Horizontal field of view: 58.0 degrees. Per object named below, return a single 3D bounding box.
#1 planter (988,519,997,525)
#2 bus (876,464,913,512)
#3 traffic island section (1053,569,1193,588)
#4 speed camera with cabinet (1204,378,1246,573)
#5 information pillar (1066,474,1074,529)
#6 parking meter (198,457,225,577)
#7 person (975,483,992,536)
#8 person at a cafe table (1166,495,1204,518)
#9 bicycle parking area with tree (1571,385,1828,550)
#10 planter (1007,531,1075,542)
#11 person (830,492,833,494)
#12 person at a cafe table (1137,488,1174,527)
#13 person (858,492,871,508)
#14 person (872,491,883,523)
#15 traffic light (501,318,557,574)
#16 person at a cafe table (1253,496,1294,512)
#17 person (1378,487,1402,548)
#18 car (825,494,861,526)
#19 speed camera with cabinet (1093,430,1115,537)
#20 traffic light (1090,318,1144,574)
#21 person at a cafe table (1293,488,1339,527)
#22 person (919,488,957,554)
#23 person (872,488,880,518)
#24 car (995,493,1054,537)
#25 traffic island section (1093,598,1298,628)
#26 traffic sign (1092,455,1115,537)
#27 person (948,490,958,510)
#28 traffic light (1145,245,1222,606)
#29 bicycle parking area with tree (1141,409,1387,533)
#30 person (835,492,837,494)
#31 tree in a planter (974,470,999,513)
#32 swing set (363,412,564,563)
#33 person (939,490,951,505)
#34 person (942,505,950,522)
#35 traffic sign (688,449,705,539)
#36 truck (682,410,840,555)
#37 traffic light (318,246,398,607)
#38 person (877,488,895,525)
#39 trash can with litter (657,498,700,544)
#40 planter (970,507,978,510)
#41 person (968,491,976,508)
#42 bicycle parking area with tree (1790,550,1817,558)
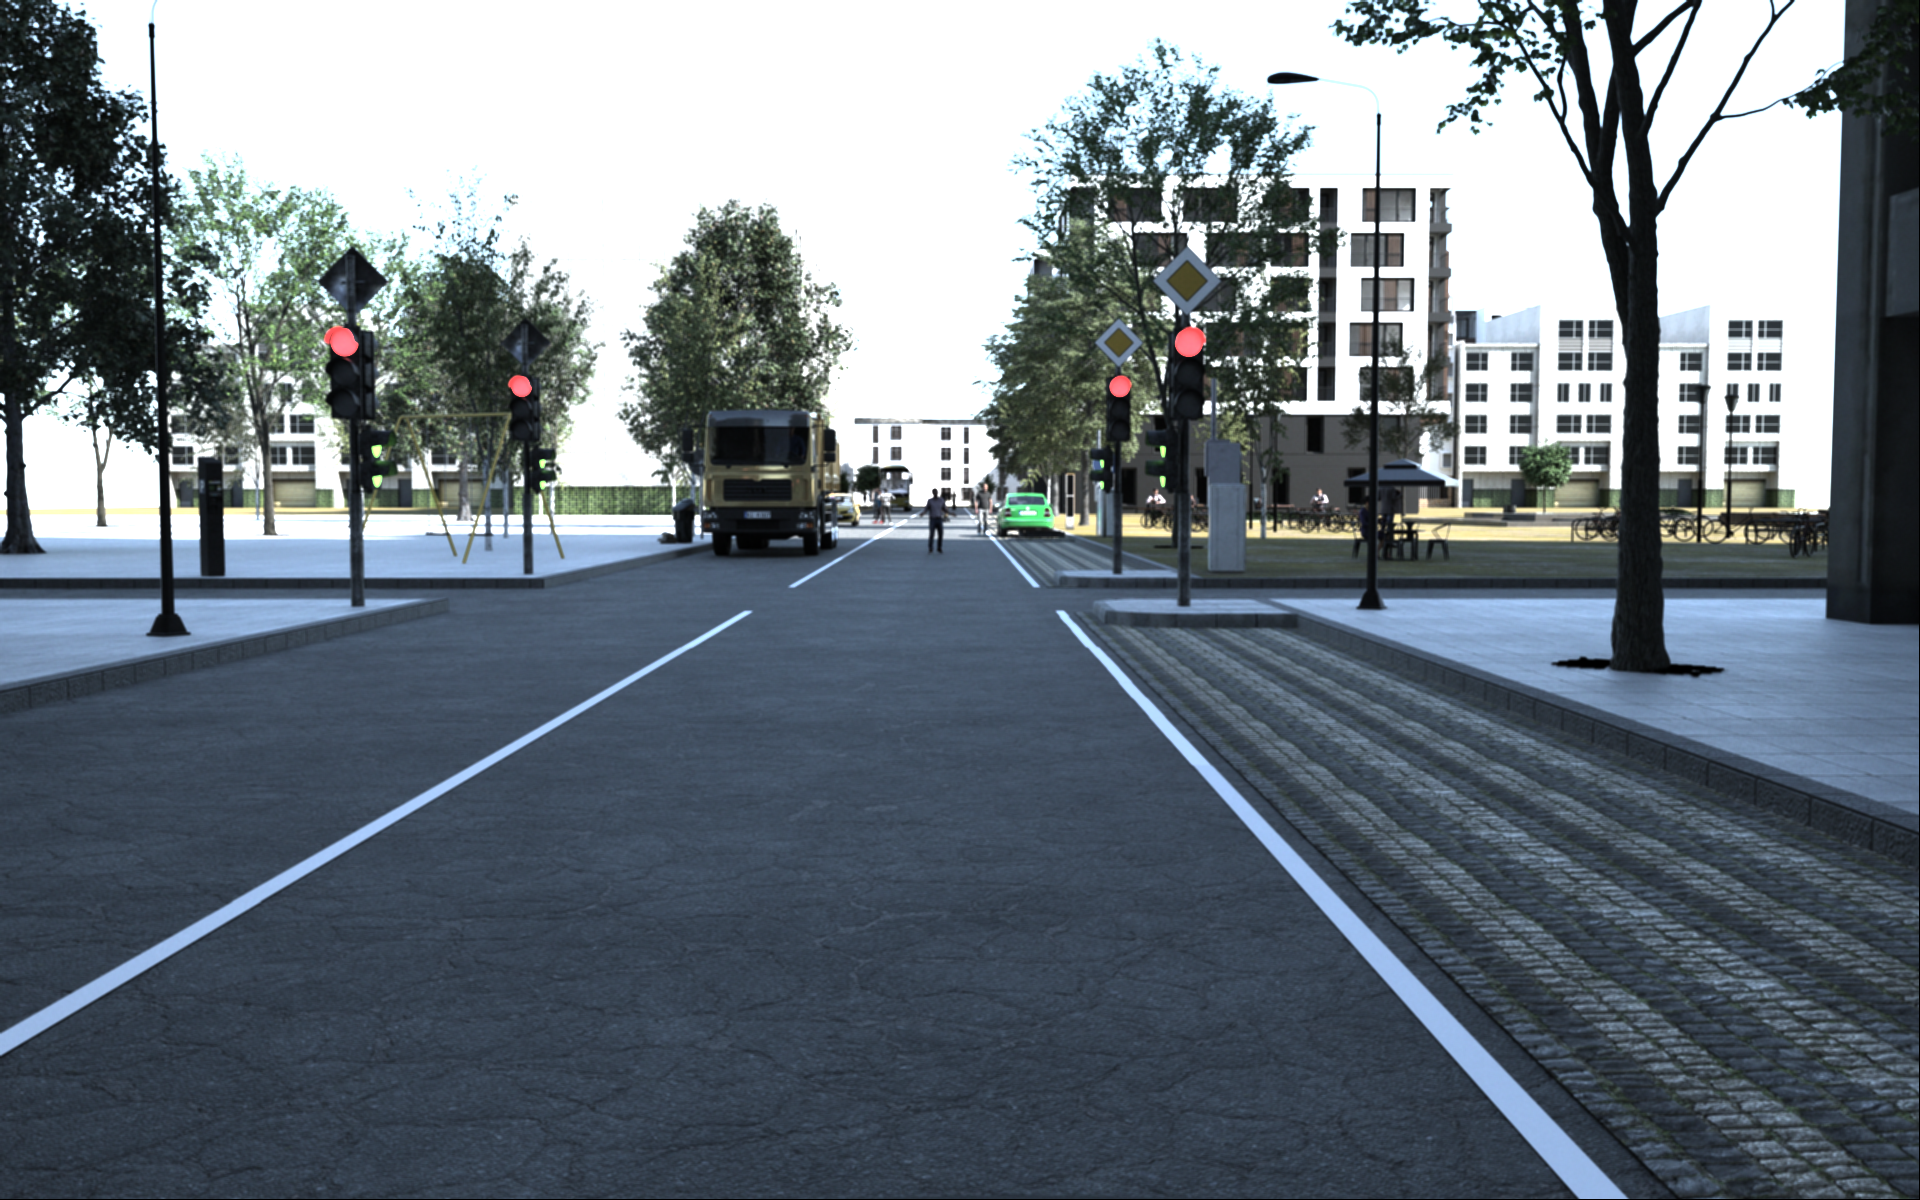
[{"bbox_3d":[2.301,-3.567,79.456,1.991,0.319,1.994,0,4,0],"label":"planter"},{"bbox_3d":[-5.332,-9.414,145.470,2.896,3.916,12.252,0,3,0],"label":"bus"},{"bbox_3d":[2.552,-0.341,27.855,2.009,0.180,2.903,0,4,0],"label":"traffic island section"},{"bbox_3d":[4.445,-2.116,28.933,0.660,3.252,2.038,0,4,6],"label":"speed camera with cabinet"},{"bbox_3d":[3.989,-3.568,62.824,0.304,2.012,0.304,0,4,0],"label":"information pillar"},{"bbox_3d":[-11.686,-1.305,27.040,0.255,1.863,0.399,-3,5,-44],"label":"parking meter"},{"bbox_3d":[0.810,-3.137,59.919,0.598,1.807,0.434,0,4,-3],"label":"person"},{"bbox_3d":[11.877,-4.856,90.261,1.698,1.238,1.726,2,4,33],"label":"person at a cafe table"},{"bbox_3d":[21.037,-3.720,47.822,8.231,4.147,9.016,-3,5,-45],"label":"bicycle parking area with tree"},{"bbox_3d":[2.430,-1.919,52.513,1.991,0.319,1.994,0,4,0],"label":"planter"},{"bbox_3d":[-8.510,-6.505,115.621,0.599,1.433,0.991,3,5,45],"label":"person"},{"bbox_3d":[7.905,-3.704,69.076,1.698,1.524,1.622,-1,4,-16],"label":"person at a cafe table"},{"bbox_3d":[-8.584,-9.116,155.920,1.217,1.723,0.721,1,4,16],"label":"person"},{"bbox_3d":[-3.957,-4.552,84.800,0.662,1.594,0.647,-2,4,-31],"label":"person"},{"bbox_3d":[-6.909,-2.371,27.679,0.839,4.253,0.868,0,4,0],"label":"traffic light"},{"bbox_3d":[15.333,-4.586,85.848,1.698,1.238,1.726,-3,5,-39],"label":"person at a cafe table"},{"bbox_3d":[10.315,-2.122,41.565,0.431,1.722,0.655,-2,4,-27],"label":"person"},{"bbox_3d":[-5.479,-4.174,78.473,2.015,1.641,3.980,0,4,-1],"label":"car"},{"bbox_3d":[4.487,-3.577,52.822,0.660,3.252,2.038,0,4,-2],"label":"speed camera with cabinet"},{"bbox_3d":[2.512,-2.374,27.741,0.839,4.253,0.868,0,4,0],"label":"traffic light"},{"bbox_3d":[14.165,-3.682,68.714,1.698,1.524,1.622,1,4,22],"label":"person at a cafe table"},{"bbox_3d":[-0.585,-1.911,41.700,0.963,1.587,0.435,-2,4,-25],"label":"person"},{"bbox_3d":[-4.929,-5.723,102.192,0.434,1.807,0.598,-3,5,-44],"label":"person"},{"bbox_3d":[2.182,-3.051,58.676,1.959,1.807,4.718,0,4,-1],"label":"car"},{"bbox_3d":[2.590,0.147,19.870,2.009,0.180,2.903,0,4,0],"label":"traffic island section"},{"bbox_3d":[4.284,-3.121,51.131,0.768,2.556,0.104,0,4,3],"label":"traffic sign"},{"bbox_3d":[-0.565,-9.007,155.771,0.705,1.823,1.348,-3,4,-38],"label":"person"},{"bbox_3d":[2.550,-1.886,19.756,0.839,4.253,0.868,0,4,0],"label":"traffic light"},{"bbox_3d":[10.511,-4.525,60.993,9.016,4.147,8.231,1,4,14],"label":"bicycle parking area with tree"},{"bbox_3d":[-9.333,-7.428,130.746,1.065,1.426,0.557,2,4,30],"label":"person"},{"bbox_3d":[2.065,-8.095,129.579,1.991,3.239,1.994,0,4,0],"label":"tree in a planter"},{"bbox_3d":[-9.710,-2.215,33.836,3.119,2.851,2.862,2,4,27],"label":"swing set"},{"bbox_3d":[-1.395,-8.681,150.464,1.348,1.821,0.705,1,4,23],"label":"person"},{"bbox_3d":[-0.809,-4.422,88.722,0.347,0.859,0.695,2,4,35],"label":"person"},{"bbox_3d":[-7.337,-3.002,49.185,0.768,2.556,0.104,0,4,3],"label":"traffic sign"},{"bbox_3d":[-4.540,-2.861,42.697,3.469,3.379,9.791,0,4,0],"label":"truck"},{"bbox_3d":[-6.871,-1.882,19.694,0.839,4.253,0.868,0,4,0],"label":"traffic light"},{"bbox_3d":[-3.448,-4.382,80.868,0.841,1.734,0.376,0,4,2],"label":"person"},{"bbox_3d":[-7.333,-2.061,45.078,0.624,1.170,1.055,3,4,37],"label":"trash can with litter"},{"bbox_3d":[1.922,-8.286,156.611,1.991,0.319,1.994,0,4,0],"label":"planter"},{"bbox_3d":[1.212,-10.039,173.351,0.721,1.735,1.217,-3,5,-40],"label":"person"},{"bbox_3d":[21.485,-2.977,35.680,8.231,4.147,9.016,3,5,45],"label":"bicycle parking area with tree"}]
